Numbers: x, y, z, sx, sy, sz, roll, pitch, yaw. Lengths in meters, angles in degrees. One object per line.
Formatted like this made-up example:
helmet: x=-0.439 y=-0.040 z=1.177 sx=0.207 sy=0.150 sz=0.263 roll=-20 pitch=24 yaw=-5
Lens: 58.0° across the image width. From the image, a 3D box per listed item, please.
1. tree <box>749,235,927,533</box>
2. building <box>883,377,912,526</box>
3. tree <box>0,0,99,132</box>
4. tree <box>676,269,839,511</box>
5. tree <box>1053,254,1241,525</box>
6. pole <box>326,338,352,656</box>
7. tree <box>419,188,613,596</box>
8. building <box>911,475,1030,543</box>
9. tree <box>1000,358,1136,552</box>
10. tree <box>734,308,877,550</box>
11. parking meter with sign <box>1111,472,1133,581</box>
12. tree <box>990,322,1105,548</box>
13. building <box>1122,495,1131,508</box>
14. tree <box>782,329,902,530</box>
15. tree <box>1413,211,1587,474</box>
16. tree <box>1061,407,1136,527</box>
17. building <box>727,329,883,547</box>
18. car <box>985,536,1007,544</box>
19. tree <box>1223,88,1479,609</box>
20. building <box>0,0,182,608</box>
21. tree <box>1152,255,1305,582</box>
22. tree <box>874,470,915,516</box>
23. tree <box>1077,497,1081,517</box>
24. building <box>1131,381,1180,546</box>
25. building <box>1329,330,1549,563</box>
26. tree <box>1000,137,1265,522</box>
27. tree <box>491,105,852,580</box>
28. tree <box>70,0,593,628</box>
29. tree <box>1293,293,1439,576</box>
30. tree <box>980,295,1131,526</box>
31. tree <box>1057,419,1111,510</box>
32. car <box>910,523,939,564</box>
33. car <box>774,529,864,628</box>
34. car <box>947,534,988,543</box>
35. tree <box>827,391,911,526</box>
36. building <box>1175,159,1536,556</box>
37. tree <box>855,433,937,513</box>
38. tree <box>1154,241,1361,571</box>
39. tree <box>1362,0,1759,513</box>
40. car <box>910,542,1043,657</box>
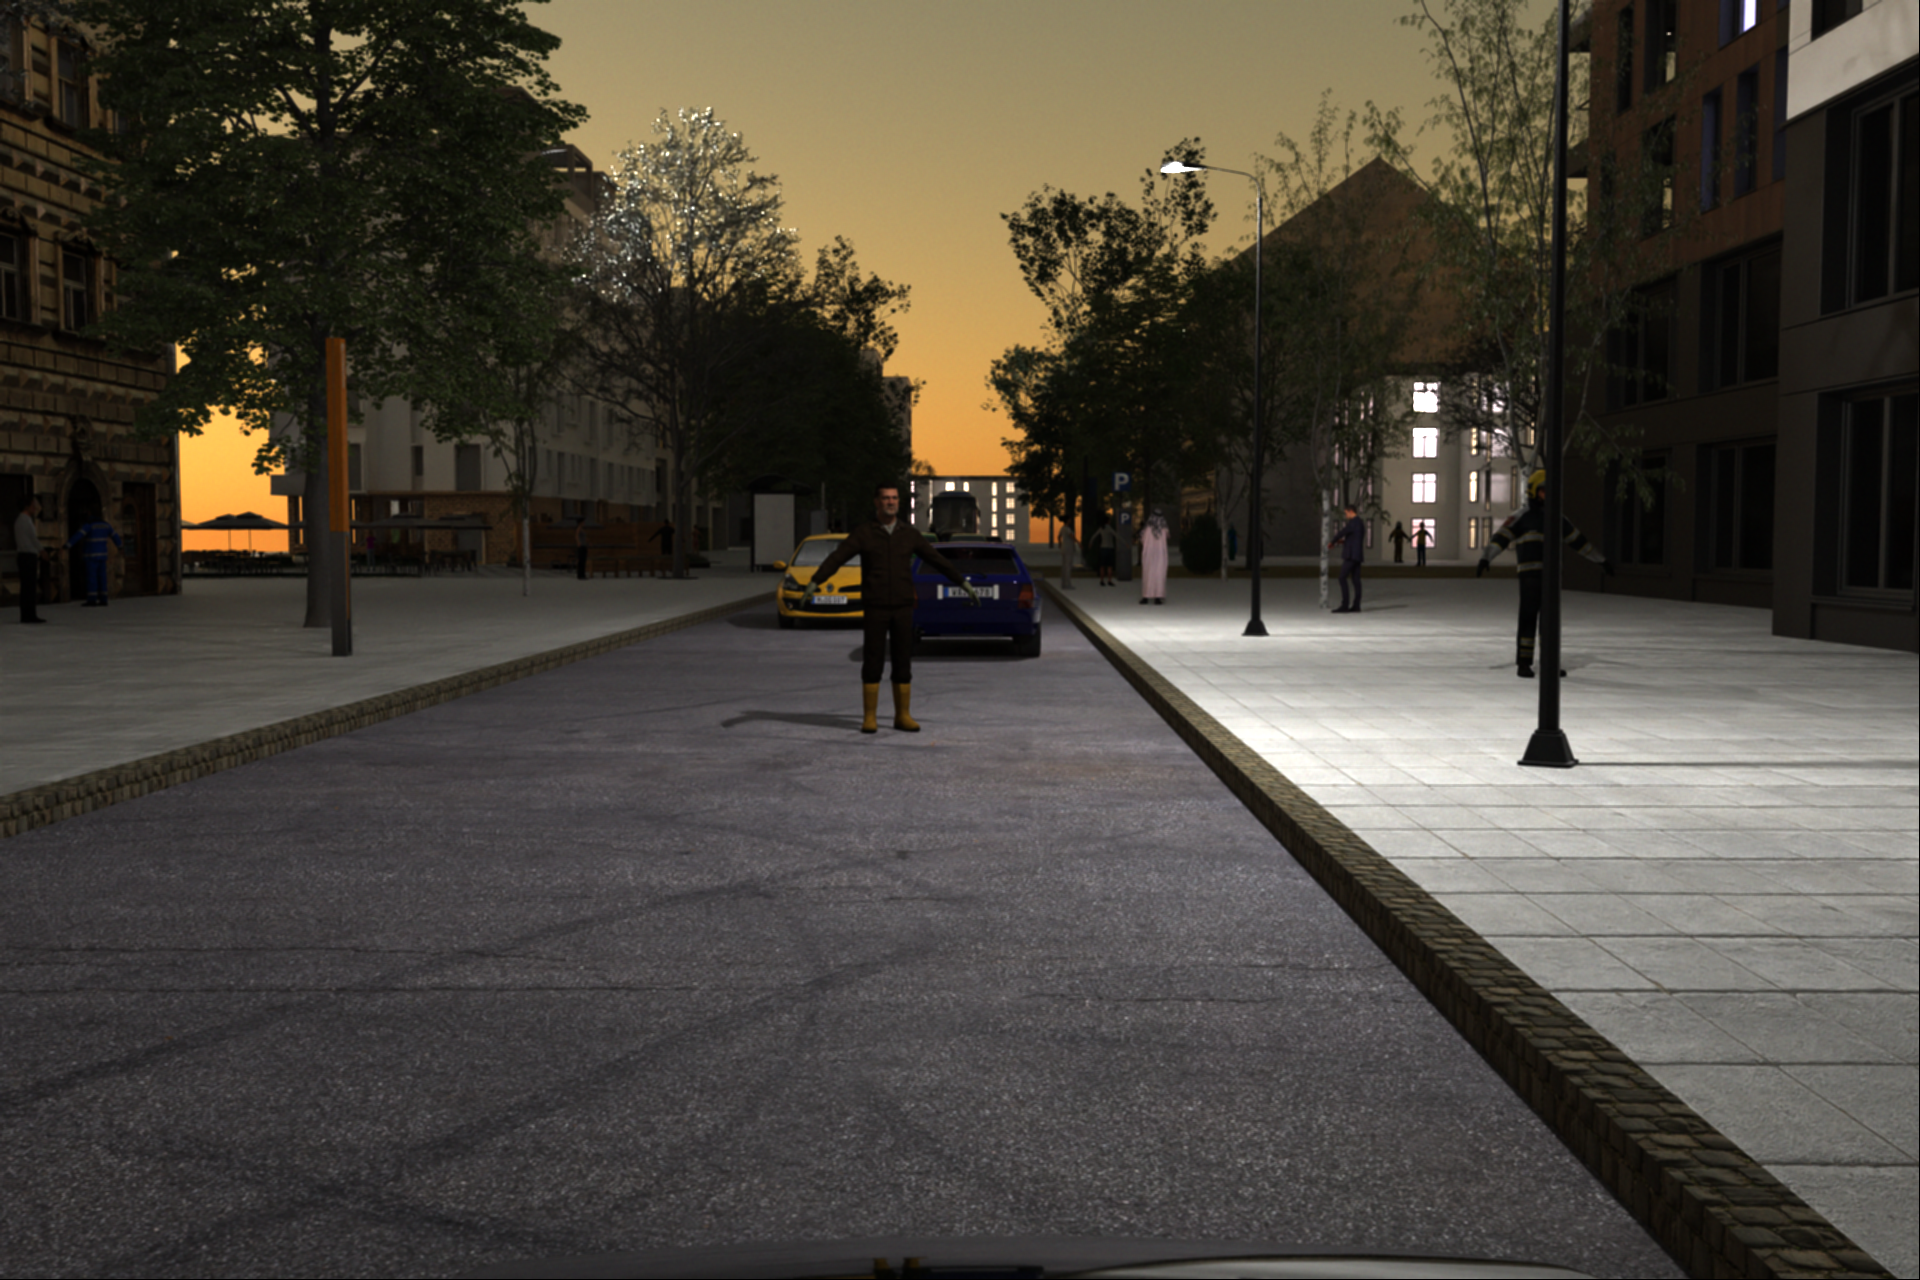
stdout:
tree: x=-8.472 y=-15.711 z=112.761 sx=12.611 sy=20.169 sz=13.585 roll=0 pitch=3 yaw=0
building: x=-20.725 y=-23.162 z=222.672 sx=27.936 sy=21.610 sz=32.646 roll=0 pitch=4 yaw=1
tree: x=-8.984 y=-6.105 z=10.186 sx=12.009 sy=13.543 sz=11.850 roll=0 pitch=3 yaw=0
tree: x=-8.737 y=-9.538 z=74.066 sx=7.486 sy=12.596 sz=7.792 roll=0 pitch=3 yaw=0
tree: x=7.640 y=-9.302 z=70.221 sx=7.486 sy=12.596 sz=7.792 roll=0 pitch=3 yaw=0
pole: x=-6.498 y=-1.485 z=18.122 sx=0.158 sy=3.312 sz=0.155 roll=0 pitch=3 yaw=0
tree: x=-8.789 y=-5.228 z=35.844 sx=4.360 sy=8.622 sz=3.978 roll=0 pitch=3 yaw=0
building: x=-4.035 y=-18.448 z=246.231 sx=28.070 sy=9.664 sz=9.099 roll=0 pitch=4 yaw=4
tree: x=7.795 y=-13.200 z=122.477 sx=9.857 sy=13.997 sz=8.962 roll=0 pitch=3 yaw=0
tree: x=-7.736 y=-10.269 z=86.017 sx=7.486 sy=12.596 sz=7.792 roll=0 pitch=3 yaw=0
parking meter with sign: x=4.517 y=-3.160 z=47.927 sx=0.543 sy=3.016 sz=1.738 roll=0 pitch=4 yaw=1
tree: x=9.351 y=-18.188 z=153.269 sx=12.611 sy=20.169 sz=13.585 roll=0 pitch=3 yaw=0
building: x=25.417 y=-16.915 z=218.706 sx=9.099 sy=9.664 sz=28.070 roll=0 pitch=4 yaw=1
tree: x=-6.894 y=-10.911 z=96.516 sx=7.486 sy=12.596 sz=7.792 roll=0 pitch=3 yaw=0
tree: x=22.250 y=-9.440 z=64.721 sx=12.009 sy=13.543 sz=11.850 roll=0 pitch=3 yaw=0
tree: x=7.696 y=-9.083 z=98.871 sx=4.737 sy=8.622 sz=4.395 roll=0 pitch=3 yaw=0
building: x=-23.154 y=-21.115 z=189.202 sx=27.936 sy=21.610 sz=32.646 roll=0 pitch=4 yaw=1
car: x=1.549 y=-4.849 z=91.865 sx=1.945 sy=1.354 sz=3.894 roll=0 pitch=3 yaw=0
tree: x=6.054 y=-4.847 z=29.616 sx=4.360 sy=8.622 sz=3.978 roll=0 pitch=3 yaw=0
building: x=-25.850 y=-11.996 z=27.068 sx=19.493 sy=23.208 sz=18.063 roll=0 pitch=4 yaw=1
tree: x=7.086 y=-5.862 z=46.200 sx=4.360 sy=8.622 sz=3.978 roll=0 pitch=3 yaw=0
tree: x=-6.181 y=-12.041 z=147.235 sx=4.737 sy=8.622 sz=4.395 roll=0 pitch=3 yaw=0
tree: x=19.091 y=-18.036 z=245.247 sx=4.360 sy=8.622 sz=3.978 roll=0 pitch=3 yaw=0
building: x=28.929 y=-22.066 z=191.714 sx=19.493 sy=23.208 sz=18.063 roll=0 pitch=4 yaw=1
building: x=25.245 y=-8.749 z=85.186 sx=9.099 sy=9.664 sz=28.070 roll=0 pitch=4 yaw=1
tree: x=8.627 y=-13.882 z=82.863 sx=12.611 sy=20.169 sz=13.585 roll=0 pitch=3 yaw=0
tree: x=-7.893 y=-8.482 z=49.044 sx=12.009 sy=13.543 sz=11.850 roll=0 pitch=3 yaw=0
tree: x=-8.644 y=-6.470 z=23.915 sx=7.486 sy=12.596 sz=7.792 roll=0 pitch=3 yaw=0
tree: x=11.852 y=-6.308 z=53.497 sx=4.360 sy=8.622 sz=3.978 roll=0 pitch=3 yaw=0
tree: x=7.922 y=-17.345 z=139.477 sx=12.611 sy=20.169 sz=13.585 roll=0 pitch=3 yaw=0
tree: x=8.233 y=-9.809 z=110.733 sx=4.737 sy=8.622 sz=4.395 roll=0 pitch=3 yaw=0
car: x=-1.375 y=-2.772 z=54.123 sx=1.959 sy=1.807 sz=4.718 roll=0 pitch=4 yaw=1
car: x=-1.887 y=-1.060 z=27.549 sx=2.015 sy=1.641 sz=3.980 roll=0 pitch=4 yaw=1
car: x=0.262 y=-3.076 z=62.085 sx=2.131 sy=1.459 sz=4.920 roll=0 pitch=4 yaw=0
tree: x=-7.159 y=-12.992 z=130.540 sx=7.486 sy=12.596 sz=7.792 roll=0 pitch=3 yaw=0
building: x=24.408 y=-17.093 z=110.400 sx=19.493 sy=23.208 sz=18.063 roll=0 pitch=4 yaw=1
tree: x=-6.568 y=-13.543 z=155.842 sx=8.767 sy=10.594 sz=7.601 roll=-2 pitch=4 yaw=-25
tree: x=10.444 y=-8.266 z=60.900 sx=9.928 sy=11.665 sz=9.643 roll=0 pitch=3 yaw=0
tree: x=6.567 y=-4.253 z=19.900 sx=4.360 sy=8.622 sz=3.978 roll=0 pitch=3 yaw=0
car: x=0.092 y=-0.551 z=21.591 sx=1.945 sy=1.354 sz=3.894 roll=0 pitch=3 yaw=0
